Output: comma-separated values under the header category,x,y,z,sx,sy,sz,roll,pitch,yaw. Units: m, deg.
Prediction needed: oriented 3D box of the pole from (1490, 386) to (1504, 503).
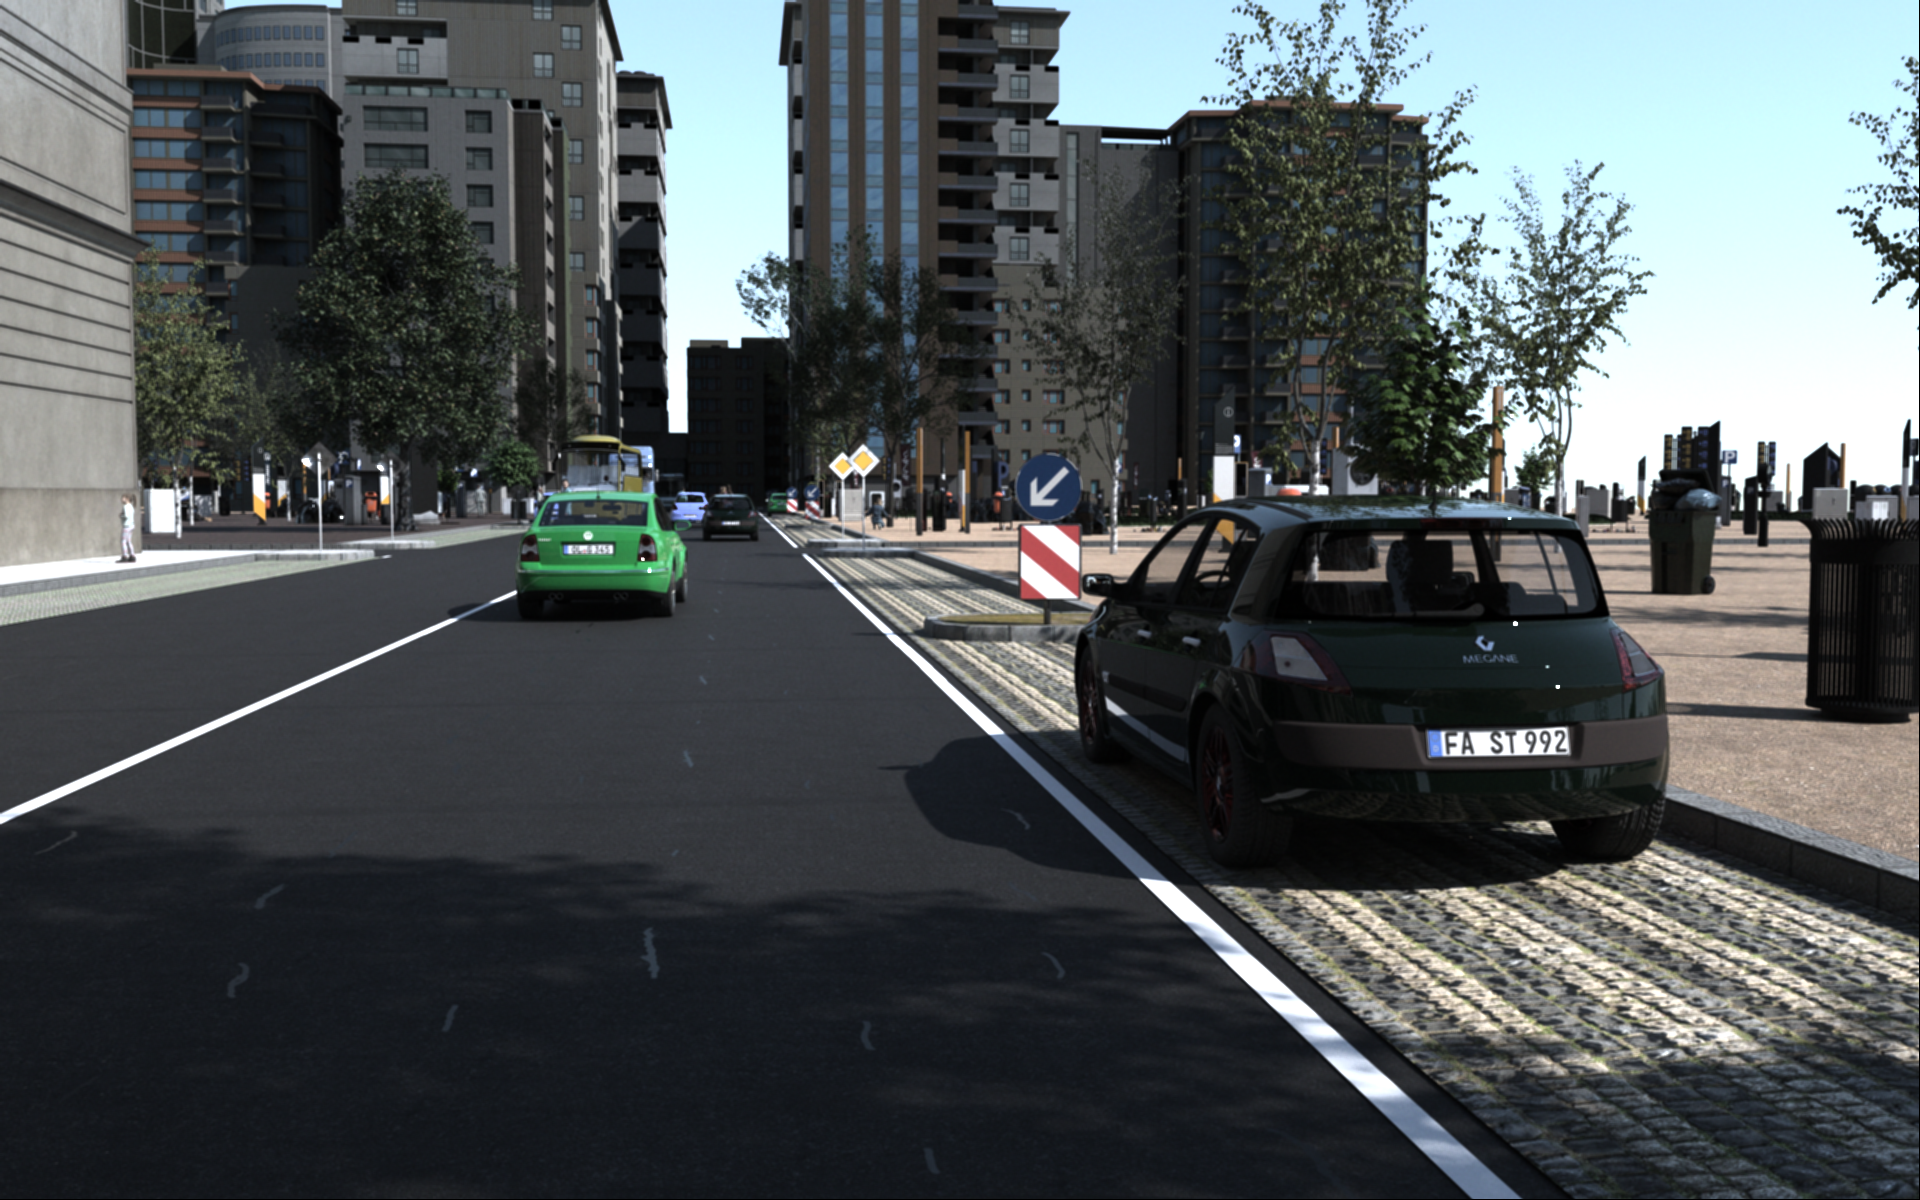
category,x,y,z,sx,sy,sz,roll,pitch,yaw
pole,10.169,-2.384,32.822,0.158,3.312,0.155,0,3,0

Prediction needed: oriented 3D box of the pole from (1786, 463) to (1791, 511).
category,x,y,z,sx,sy,sz,roll,pitch,yaw
pole,54.980,-7.410,114.988,0.158,3.312,0.155,0,3,0

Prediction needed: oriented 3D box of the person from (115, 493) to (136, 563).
category,x,y,z,sx,sy,sz,roll,pitch,yaw
person,-15.553,-1.344,32.289,0.394,1.301,0.425,-2,4,-28

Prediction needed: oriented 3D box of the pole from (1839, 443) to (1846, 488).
category,x,y,z,sx,sy,sz,roll,pitch,yaw
pole,35.231,-4.606,69.155,0.158,3.312,0.155,0,3,0

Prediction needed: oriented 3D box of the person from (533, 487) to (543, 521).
category,x,y,z,sx,sy,sz,roll,pitch,yaw
person,-19.789,-4.429,81.398,0.515,1.767,0.782,-1,4,-18

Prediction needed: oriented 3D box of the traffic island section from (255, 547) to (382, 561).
category,x,y,z,sx,sy,sz,roll,pitch,yaw
traffic island section,-14.225,-0.989,38.454,2.009,0.180,2.903,0,4,-7

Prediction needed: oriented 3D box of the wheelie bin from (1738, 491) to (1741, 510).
category,x,y,z,sx,sy,sz,roll,pitch,yaw
wheelie bin,56.028,-7.174,125.204,0.980,1.594,0.693,-2,4,-34

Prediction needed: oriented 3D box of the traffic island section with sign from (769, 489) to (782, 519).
category,x,y,z,sx,sy,sz,roll,pitch,yaw
traffic island section with sign,-9.788,-5.561,99.553,1.989,1.847,2.006,0,4,-7

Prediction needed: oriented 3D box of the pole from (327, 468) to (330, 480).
category,x,y,z,sx,sy,sz,roll,pitch,yaw
pole,-43.171,-7.629,118.582,0.158,3.312,0.155,0,3,0

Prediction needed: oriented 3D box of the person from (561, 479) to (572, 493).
category,x,y,z,sx,sy,sz,roll,pitch,yaw
person,-10.451,-2.318,46.263,0.748,1.841,0.638,-1,4,-10

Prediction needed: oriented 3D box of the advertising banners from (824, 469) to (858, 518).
category,x,y,z,sx,sy,sz,roll,pitch,yaw
advertising banners,-6.408,-5.922,93.008,2.074,3.025,0.090,0,4,0

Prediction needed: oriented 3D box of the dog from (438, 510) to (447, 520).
category,x,y,z,sx,sy,sz,roll,pitch,yaw
dog,-25.737,-4.217,85.783,0.406,0.507,0.540,1,4,22

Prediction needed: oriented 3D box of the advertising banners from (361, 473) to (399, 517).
category,x,y,z,sx,sy,sz,roll,pitch,yaw
advertising banners,-31.783,-6.041,94.954,2.074,3.025,0.090,0,4,-3

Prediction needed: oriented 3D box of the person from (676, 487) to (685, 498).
category,x,y,z,sx,sy,sz,roll,pitch,yaw
person,-14.806,-5.103,91.952,0.660,1.820,0.620,0,4,8

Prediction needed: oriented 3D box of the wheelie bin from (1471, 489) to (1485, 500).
category,x,y,z,sx,sy,sz,roll,pitch,yaw
wheelie bin,33.741,-6.413,112.768,0.693,1.594,0.980,-1,4,-13

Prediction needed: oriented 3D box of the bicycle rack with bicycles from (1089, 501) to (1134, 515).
category,x,y,z,sx,sy,sz,roll,pitch,yaw
bicycle rack with bicycles,7.827,-4.696,90.166,2.852,0.926,2.925,-3,5,-39

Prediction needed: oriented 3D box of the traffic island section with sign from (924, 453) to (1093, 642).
category,x,y,z,sx,sy,sz,roll,pitch,yaw
traffic island section with sign,0.664,-0.550,17.622,1.989,1.847,2.006,0,4,-7

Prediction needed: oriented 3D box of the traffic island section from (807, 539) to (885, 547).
category,x,y,z,sx,sy,sz,roll,pitch,yaw
traffic island section,-3.192,-1.567,47.902,2.009,0.180,2.903,0,4,-7

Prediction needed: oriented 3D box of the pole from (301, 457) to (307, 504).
category,x,y,z,sx,sy,sz,roll,pitch,yaw
pole,-34.319,-5.918,90.602,0.158,3.312,0.155,0,3,0

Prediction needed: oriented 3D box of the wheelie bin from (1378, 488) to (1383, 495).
category,x,y,z,sx,sy,sz,roll,pitch,yaw
wheelie bin,22.345,-5.109,91.433,0.980,1.594,0.693,2,4,25

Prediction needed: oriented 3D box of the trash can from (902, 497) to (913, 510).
category,x,y,z,sx,sy,sz,roll,pitch,yaw
trash can,-3.030,-5.399,99.933,0.748,1.137,0.748,0,3,0

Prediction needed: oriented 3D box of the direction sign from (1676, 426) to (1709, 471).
category,x,y,z,sx,sy,sz,roll,pitch,yaw
direction sign,24.563,-4.035,57.972,0.876,3.537,0.379,0,4,5

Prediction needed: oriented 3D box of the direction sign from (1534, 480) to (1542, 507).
category,x,y,z,sx,sy,sz,roll,pitch,yaw
direction sign,39.822,-7.823,119.908,0.876,3.537,0.379,2,4,26

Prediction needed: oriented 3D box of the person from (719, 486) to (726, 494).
category,x,y,z,sx,sy,sz,roll,pitch,yaw
person,-12.267,-4.967,89.683,0.580,1.828,0.573,2,4,34

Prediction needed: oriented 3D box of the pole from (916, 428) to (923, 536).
category,x,y,z,sx,sy,sz,roll,pitch,yaw
pole,-1.251,-3.644,53.416,0.158,3.312,0.155,0,3,0

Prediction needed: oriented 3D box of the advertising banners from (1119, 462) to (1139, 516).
category,x,y,z,sx,sy,sz,roll,pitch,yaw
advertising banners,9.402,-6.120,96.250,0.090,3.025,2.074,-2,4,-24

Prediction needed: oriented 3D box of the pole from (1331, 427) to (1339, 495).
category,x,y,z,sx,sy,sz,roll,pitch,yaw
pole,11.405,-3.598,52.673,0.158,3.312,0.155,0,3,0

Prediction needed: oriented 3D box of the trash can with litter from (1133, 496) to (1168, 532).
category,x,y,z,sx,sy,sz,roll,pitch,yaw
trash can with litter,6.790,-2.950,59.288,1.678,1.210,2.233,1,4,17

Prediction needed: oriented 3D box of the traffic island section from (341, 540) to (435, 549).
category,x,y,z,sx,sy,sz,roll,pitch,yaw
traffic island section,-15.237,-1.474,46.375,2.009,0.180,2.903,0,4,-7

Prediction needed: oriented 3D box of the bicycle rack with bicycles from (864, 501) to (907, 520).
category,x,y,z,sx,sy,sz,roll,pitch,yaw
bicycle rack with bicycles,-3.922,-4.537,87.555,2.852,0.926,2.925,-2,4,-24

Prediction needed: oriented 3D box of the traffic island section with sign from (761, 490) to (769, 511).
category,x,y,z,sx,sy,sz,roll,pitch,yaw
traffic island section with sign,-16.077,-8.576,148.841,1.989,1.847,2.006,0,4,-7

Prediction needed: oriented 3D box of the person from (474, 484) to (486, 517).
category,x,y,z,sx,sy,sz,roll,pitch,yaw
person,-26.561,-5.483,95.788,0.391,1.810,0.635,2,4,33

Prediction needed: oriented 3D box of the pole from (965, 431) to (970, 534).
category,x,y,z,sx,sy,sz,roll,pitch,yaw
pole,0.240,-3.815,56.222,0.158,3.312,0.155,0,3,0

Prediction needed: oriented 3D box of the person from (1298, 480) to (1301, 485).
category,x,y,z,sx,sy,sz,roll,pitch,yaw
person,8.537,-2.132,43.616,0.793,1.790,0.793,1,4,13

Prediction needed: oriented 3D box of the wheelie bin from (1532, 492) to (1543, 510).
category,x,y,z,sx,sy,sz,roll,pitch,yaw
wheelie bin,41.902,-7.223,126.011,0.980,1.594,0.693,0,4,7

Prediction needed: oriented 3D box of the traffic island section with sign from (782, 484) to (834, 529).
category,x,y,z,sx,sy,sz,roll,pitch,yaw
traffic island section with sign,-6.307,-3.895,72.304,1.989,1.847,2.006,0,4,-7

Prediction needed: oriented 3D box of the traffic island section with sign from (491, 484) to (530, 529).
category,x,y,z,sx,sy,sz,roll,pitch,yaw
traffic island section with sign,-18.037,-3.805,70.835,1.989,1.847,2.006,0,4,-7

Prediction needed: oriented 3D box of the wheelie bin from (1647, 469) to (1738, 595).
category,x,y,z,sx,sy,sz,roll,pitch,yaw
wheelie bin,9.272,-0.874,22.205,0.693,1.594,0.980,-3,4,-38

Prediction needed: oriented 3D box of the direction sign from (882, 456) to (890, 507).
category,x,y,z,sx,sy,sz,roll,pitch,yaw
direction sign,-4.374,-6.801,103.189,0.379,3.537,0.876,2,4,31

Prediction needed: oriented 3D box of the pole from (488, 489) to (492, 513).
category,x,y,z,sx,sy,sz,roll,pitch,yaw
pole,-31.708,-7.523,116.840,0.158,3.312,0.155,0,3,0

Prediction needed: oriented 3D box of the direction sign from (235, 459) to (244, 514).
category,x,y,z,sx,sy,sz,roll,pitch,yaw
direction sign,-46.270,-7.322,111.708,0.876,3.537,0.379,-2,4,-27

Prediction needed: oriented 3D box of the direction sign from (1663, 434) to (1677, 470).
category,x,y,z,sx,sy,sz,roll,pitch,yaw
direction sign,27.071,-4.507,65.680,0.876,3.537,0.379,-1,4,-10

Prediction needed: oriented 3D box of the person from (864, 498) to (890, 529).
category,x,y,z,sx,sy,sz,roll,pitch,yaw
person,-3.070,-3.148,63.006,1.012,1.151,0.738,1,4,9

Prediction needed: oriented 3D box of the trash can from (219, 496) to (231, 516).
category,x,y,z,sx,sy,sz,roll,pitch,yaw
trash can,-43.483,-5.550,102.397,0.748,1.137,0.748,0,3,0

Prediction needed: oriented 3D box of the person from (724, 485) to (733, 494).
category,x,y,z,sx,sy,sz,roll,pitch,yaw
person,-9.605,-3.868,71.749,0.388,1.821,0.555,3,4,38

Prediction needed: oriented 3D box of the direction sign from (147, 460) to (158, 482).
category,x,y,z,sx,sy,sz,roll,pitch,yaw
direction sign,-53.571,-7.520,114.942,0.379,3.537,0.876,1,4,18

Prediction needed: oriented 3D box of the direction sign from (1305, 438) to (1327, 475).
category,x,y,z,sx,sy,sz,roll,pitch,yaw
direction sign,14.419,-4.787,70.263,0.876,3.537,0.379,0,4,8

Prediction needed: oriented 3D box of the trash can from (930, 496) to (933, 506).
category,x,y,z,sx,sy,sz,roll,pitch,yaw
trash can,-1.954,-6.475,117.515,0.748,1.137,0.748,0,3,0

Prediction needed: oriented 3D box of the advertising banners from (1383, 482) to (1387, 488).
category,x,y,z,sx,sy,sz,roll,pitch,yaw
advertising banners,23.309,-6.134,96.472,0.090,3.025,2.074,-1,4,-15

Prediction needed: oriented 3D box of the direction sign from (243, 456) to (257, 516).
category,x,y,z,sx,sy,sz,roll,pitch,yaw
direction sign,-41.435,-6.715,101.792,0.876,3.537,0.379,1,4,17

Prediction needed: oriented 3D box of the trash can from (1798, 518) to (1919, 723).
category,x,y,z,sx,sy,sz,roll,pitch,yaw
trash can,5.185,0.107,9.896,0.748,1.137,0.748,0,3,0

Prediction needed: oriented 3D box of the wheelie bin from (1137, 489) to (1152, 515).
category,x,y,z,sx,sy,sz,roll,pitch,yaw
wheelie bin,10.725,-5.660,100.450,0.980,1.594,0.693,2,4,31

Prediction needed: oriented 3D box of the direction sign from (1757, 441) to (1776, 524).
category,x,y,z,sx,sy,sz,roll,pitch,yaw
direction sign,34.714,-5.053,74.611,0.876,3.537,0.379,-1,4,-12

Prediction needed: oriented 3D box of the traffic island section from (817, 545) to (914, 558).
category,x,y,z,sx,sy,sz,roll,pitch,yaw
traffic island section,-2.181,-1.083,39.981,2.009,0.180,2.903,0,4,-7

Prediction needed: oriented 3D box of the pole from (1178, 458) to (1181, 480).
category,x,y,z,sx,sy,sz,roll,pitch,yaw
pole,12.420,-6.368,97.959,0.158,3.312,0.155,0,3,0

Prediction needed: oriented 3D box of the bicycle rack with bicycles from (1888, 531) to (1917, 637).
category,x,y,z,sx,sy,sz,roll,pitch,yaw
bicycle rack with bicycles,9.544,-0.147,15.790,2.925,0.926,2.852,-2,4,-24
